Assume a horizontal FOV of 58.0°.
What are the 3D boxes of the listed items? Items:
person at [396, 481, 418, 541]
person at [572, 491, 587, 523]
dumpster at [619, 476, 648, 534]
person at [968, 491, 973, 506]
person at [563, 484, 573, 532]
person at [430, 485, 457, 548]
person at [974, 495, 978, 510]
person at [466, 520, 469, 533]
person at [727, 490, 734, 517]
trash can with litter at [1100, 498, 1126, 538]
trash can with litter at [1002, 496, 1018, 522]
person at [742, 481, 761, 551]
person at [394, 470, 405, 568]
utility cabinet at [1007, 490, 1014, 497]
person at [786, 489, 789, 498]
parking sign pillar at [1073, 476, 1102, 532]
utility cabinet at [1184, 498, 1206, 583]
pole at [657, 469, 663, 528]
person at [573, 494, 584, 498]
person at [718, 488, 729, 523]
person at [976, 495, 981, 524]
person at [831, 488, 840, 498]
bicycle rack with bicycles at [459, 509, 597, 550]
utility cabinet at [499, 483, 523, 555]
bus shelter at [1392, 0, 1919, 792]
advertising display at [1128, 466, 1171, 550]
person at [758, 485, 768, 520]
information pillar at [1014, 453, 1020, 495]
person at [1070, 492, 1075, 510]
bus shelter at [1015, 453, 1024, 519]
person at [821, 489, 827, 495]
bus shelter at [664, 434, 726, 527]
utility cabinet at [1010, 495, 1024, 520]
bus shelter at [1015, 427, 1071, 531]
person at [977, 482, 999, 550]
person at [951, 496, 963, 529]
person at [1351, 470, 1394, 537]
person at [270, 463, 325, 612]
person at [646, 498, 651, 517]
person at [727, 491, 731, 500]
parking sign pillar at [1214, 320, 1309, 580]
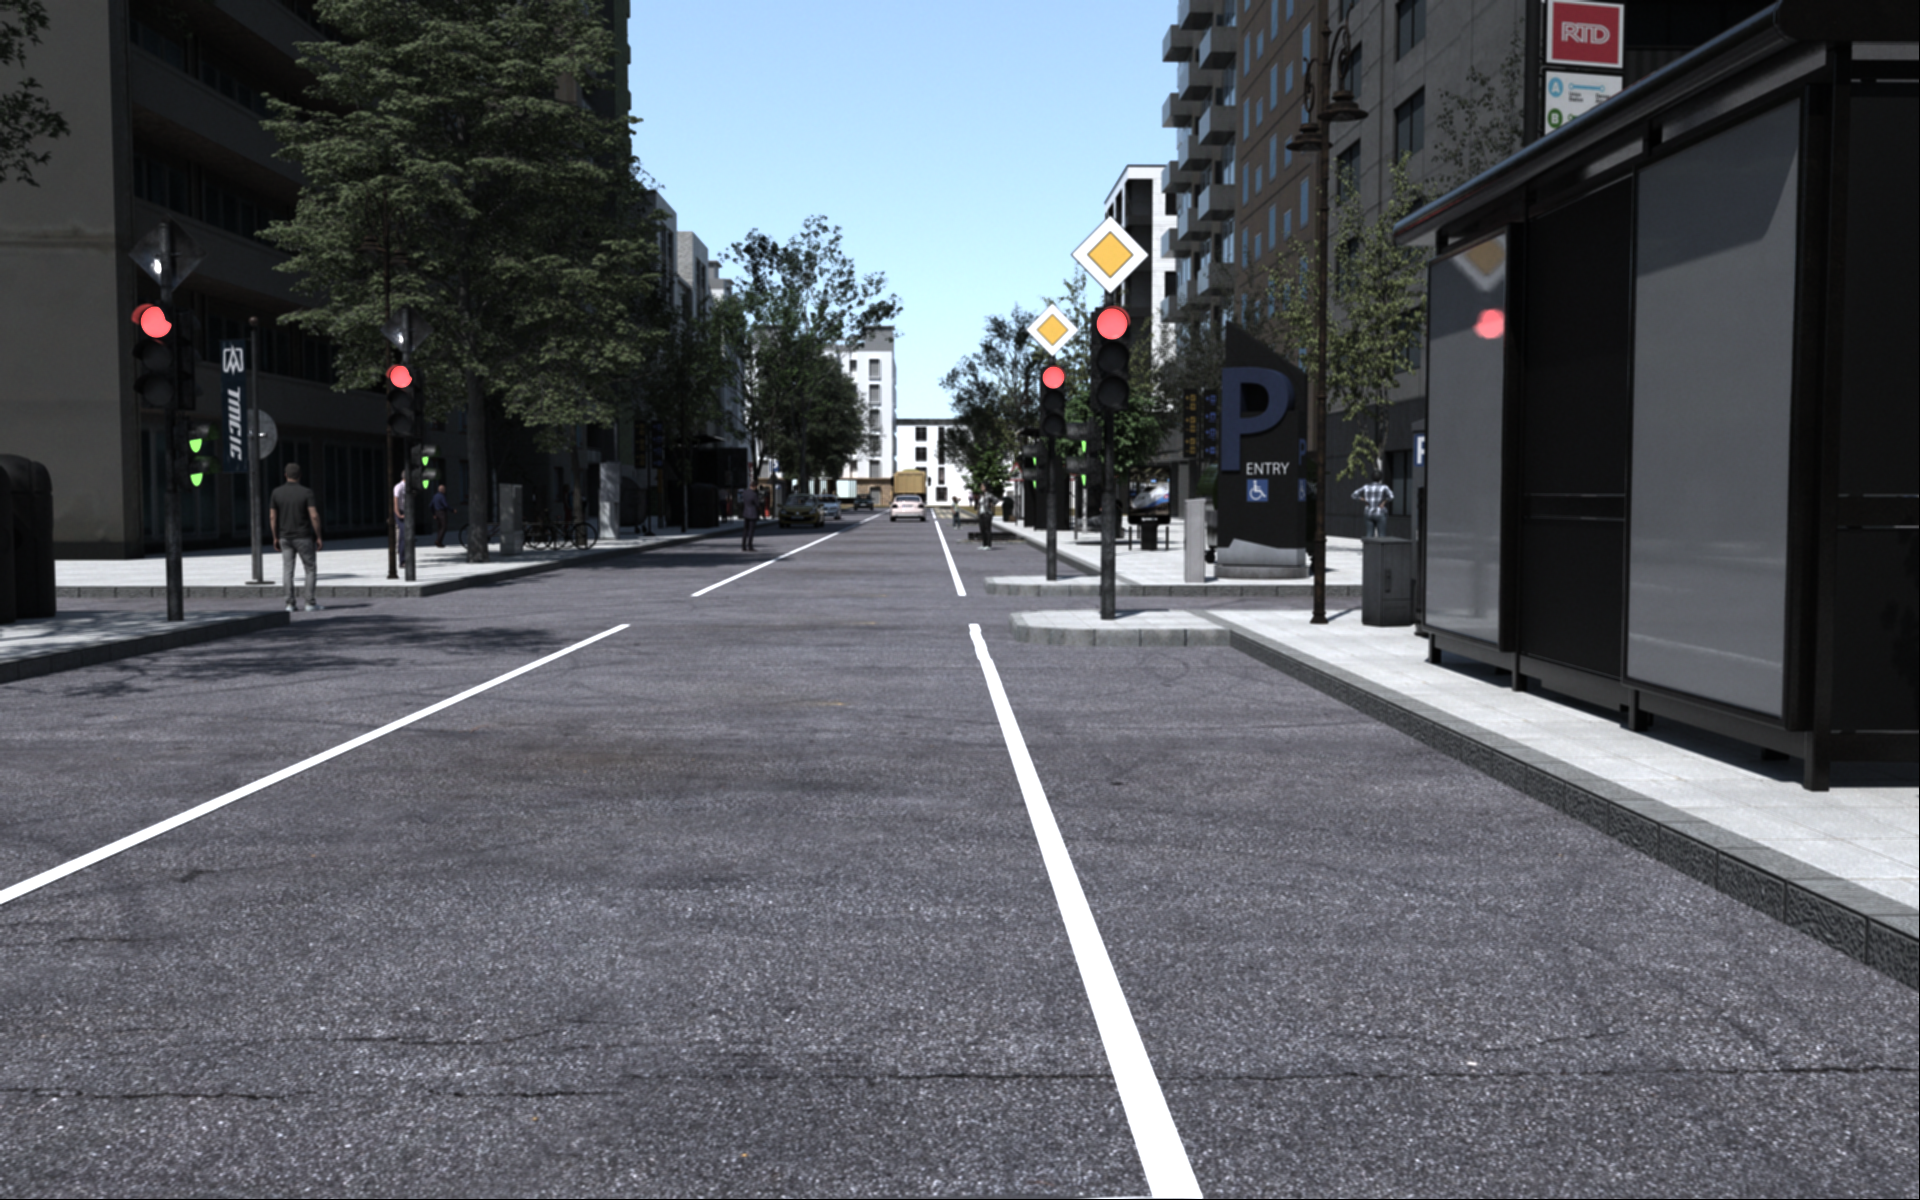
[{"bbox_3d":[-15.040,-2.425,47.159,0.566,1.644,0.517,0,4,-4],"label":"person"},{"bbox_3d":[-15.994,-3.877,72.615,0.628,1.438,0.799,0,4,6],"label":"person"},{"bbox_3d":[-10.913,-3.099,56.433,1.264,1.857,1.865,0,4,-1],"label":"dumpster"},{"bbox_3d":[1.057,-10.504,181.171,0.436,1.711,0.756,3,5,44],"label":"person"},{"bbox_3d":[-13.167,-3.089,58.245,0.444,1.614,0.593,1,4,12],"label":"person"},{"bbox_3d":[-12.402,-2.014,41.662,0.600,1.496,0.574,-2,4,-29],"label":"person"},{"bbox_3d":[1.310,-8.028,137.240,0.705,1.831,1.348,0,4,-2],"label":"person"},{"bbox_3d":[-15.824,-2.423,56.138,0.381,0.543,0.357,0,4,-7],"label":"person"},{"bbox_3d":[-13.105,-5.509,98.579,0.387,1.526,0.523,0,4,5],"label":"person"},{"bbox_3d":[4.436,-2.365,50.053,0.624,1.170,1.055,1,4,15],"label":"trash can with litter"},{"bbox_3d":[2.344,-4.167,79.525,0.624,1.170,1.055,-2,4,-24],"label":"trash can with litter"},{"bbox_3d":[-5.188,-2.102,43.324,0.683,1.767,0.568,3,4,37],"label":"person"},{"bbox_3d":[-9.650,-1.422,30.234,0.436,1.711,0.756,1,4,11],"label":"person"},{"bbox_3d":[2.986,-5.643,100.949,0.318,1.500,1.173,-1,4,-13],"label":"utility cabinet"},{"bbox_3d":[-15.979,-9.316,158.815,0.683,1.767,0.568,1,4,22],"label":"person"},{"bbox_3d":[4.597,-4.325,59.179,1.447,3.967,1.447,0,4,-2],"label":"parking sign pillar"},{"bbox_3d":[3.436,-0.873,25.430,0.306,1.237,1.020,0,4,6],"label":"utility cabinet"},{"bbox_3d":[-11.223,-4.342,64.831,0.158,3.312,0.155,0,3,0],"label":"pole"},{"bbox_3d":[-16.776,-4.140,75.940,0.569,1.553,0.471,3,5,41],"label":"person"},{"bbox_3d":[-10.556,-4.270,76.796,0.756,1.711,0.436,-3,4,-37],"label":"person"},{"bbox_3d":[0.890,-4.291,78.783,0.434,1.807,0.598,0,3,0],"label":"person"},{"bbox_3d":[-11.636,-9.471,160.985,0.705,1.812,1.348,-3,4,-37],"label":"person"},{"bbox_3d":[-9.784,-1.646,40.292,2.925,0.926,2.852,1,4,12],"label":"bicycle rack with bicycles"},{"bbox_3d":[-9.456,-1.704,36.544,0.318,1.500,1.173,0,4,-6],"label":"utility cabinet"},{"bbox_3d":[4.386,-2.077,11.585,2.179,5.291,8.768,0,4,-1],"label":"bus shelter"},{"bbox_3d":[4.312,-2.096,39.485,0.974,1.923,0.123,0,4,-3],"label":"advertising display"},{"bbox_3d":[-9.761,-4.781,84.932,0.841,1.734,0.376,1,4,17],"label":"person"},{"bbox_3d":[3.302,-6.602,99.294,0.504,3.616,0.183,2,4,23],"label":"information pillar"},{"bbox_3d":[8.663,-8.101,138.571,1.350,1.814,0.705,-2,4,-30],"label":"person"},{"bbox_3d":[3.458,-4.849,73.212,2.014,3.302,5.546,0,4,-1],"label":"bus shelter"},{"bbox_3d":[-13.777,-10.409,176.241,0.705,1.823,1.348,2,4,33],"label":"person"},{"bbox_3d":[-10.851,-4.890,71.228,1.731,3.624,6.357,0,4,-1],"label":"bus shelter"},{"bbox_3d":[3.019,-4.582,86.076,1.020,1.237,0.306,-1,4,-17],"label":"utility cabinet"},{"bbox_3d":[3.029,-4.422,63.590,1.731,3.624,6.357,0,4,-1],"label":"bus shelter"},{"bbox_3d":[0.678,-2.158,44.503,0.376,1.734,0.841,-1,4,-22],"label":"person"},{"bbox_3d":[-0.119,-3.560,70.609,0.340,1.345,0.435,3,4,38],"label":"person"},{"bbox_3d":[7.827,-1.582,32.635,0.841,1.734,0.376,3,5,42],"label":"person"},{"bbox_3d":[-8.111,-0.771,21.228,0.598,1.807,0.434,0,4,8],"label":"person"},{"bbox_3d":[-17.554,-5.426,97.124,0.546,1.535,0.453,0,4,-2],"label":"person"},{"bbox_3d":[-13.143,-5.386,97.300,0.628,1.438,0.799,0,4,-5],"label":"person"},{"bbox_3d":[4.637,-2.330,26.563,1.447,3.967,1.447,2,4,31],"label":"parking sign pillar"}]
